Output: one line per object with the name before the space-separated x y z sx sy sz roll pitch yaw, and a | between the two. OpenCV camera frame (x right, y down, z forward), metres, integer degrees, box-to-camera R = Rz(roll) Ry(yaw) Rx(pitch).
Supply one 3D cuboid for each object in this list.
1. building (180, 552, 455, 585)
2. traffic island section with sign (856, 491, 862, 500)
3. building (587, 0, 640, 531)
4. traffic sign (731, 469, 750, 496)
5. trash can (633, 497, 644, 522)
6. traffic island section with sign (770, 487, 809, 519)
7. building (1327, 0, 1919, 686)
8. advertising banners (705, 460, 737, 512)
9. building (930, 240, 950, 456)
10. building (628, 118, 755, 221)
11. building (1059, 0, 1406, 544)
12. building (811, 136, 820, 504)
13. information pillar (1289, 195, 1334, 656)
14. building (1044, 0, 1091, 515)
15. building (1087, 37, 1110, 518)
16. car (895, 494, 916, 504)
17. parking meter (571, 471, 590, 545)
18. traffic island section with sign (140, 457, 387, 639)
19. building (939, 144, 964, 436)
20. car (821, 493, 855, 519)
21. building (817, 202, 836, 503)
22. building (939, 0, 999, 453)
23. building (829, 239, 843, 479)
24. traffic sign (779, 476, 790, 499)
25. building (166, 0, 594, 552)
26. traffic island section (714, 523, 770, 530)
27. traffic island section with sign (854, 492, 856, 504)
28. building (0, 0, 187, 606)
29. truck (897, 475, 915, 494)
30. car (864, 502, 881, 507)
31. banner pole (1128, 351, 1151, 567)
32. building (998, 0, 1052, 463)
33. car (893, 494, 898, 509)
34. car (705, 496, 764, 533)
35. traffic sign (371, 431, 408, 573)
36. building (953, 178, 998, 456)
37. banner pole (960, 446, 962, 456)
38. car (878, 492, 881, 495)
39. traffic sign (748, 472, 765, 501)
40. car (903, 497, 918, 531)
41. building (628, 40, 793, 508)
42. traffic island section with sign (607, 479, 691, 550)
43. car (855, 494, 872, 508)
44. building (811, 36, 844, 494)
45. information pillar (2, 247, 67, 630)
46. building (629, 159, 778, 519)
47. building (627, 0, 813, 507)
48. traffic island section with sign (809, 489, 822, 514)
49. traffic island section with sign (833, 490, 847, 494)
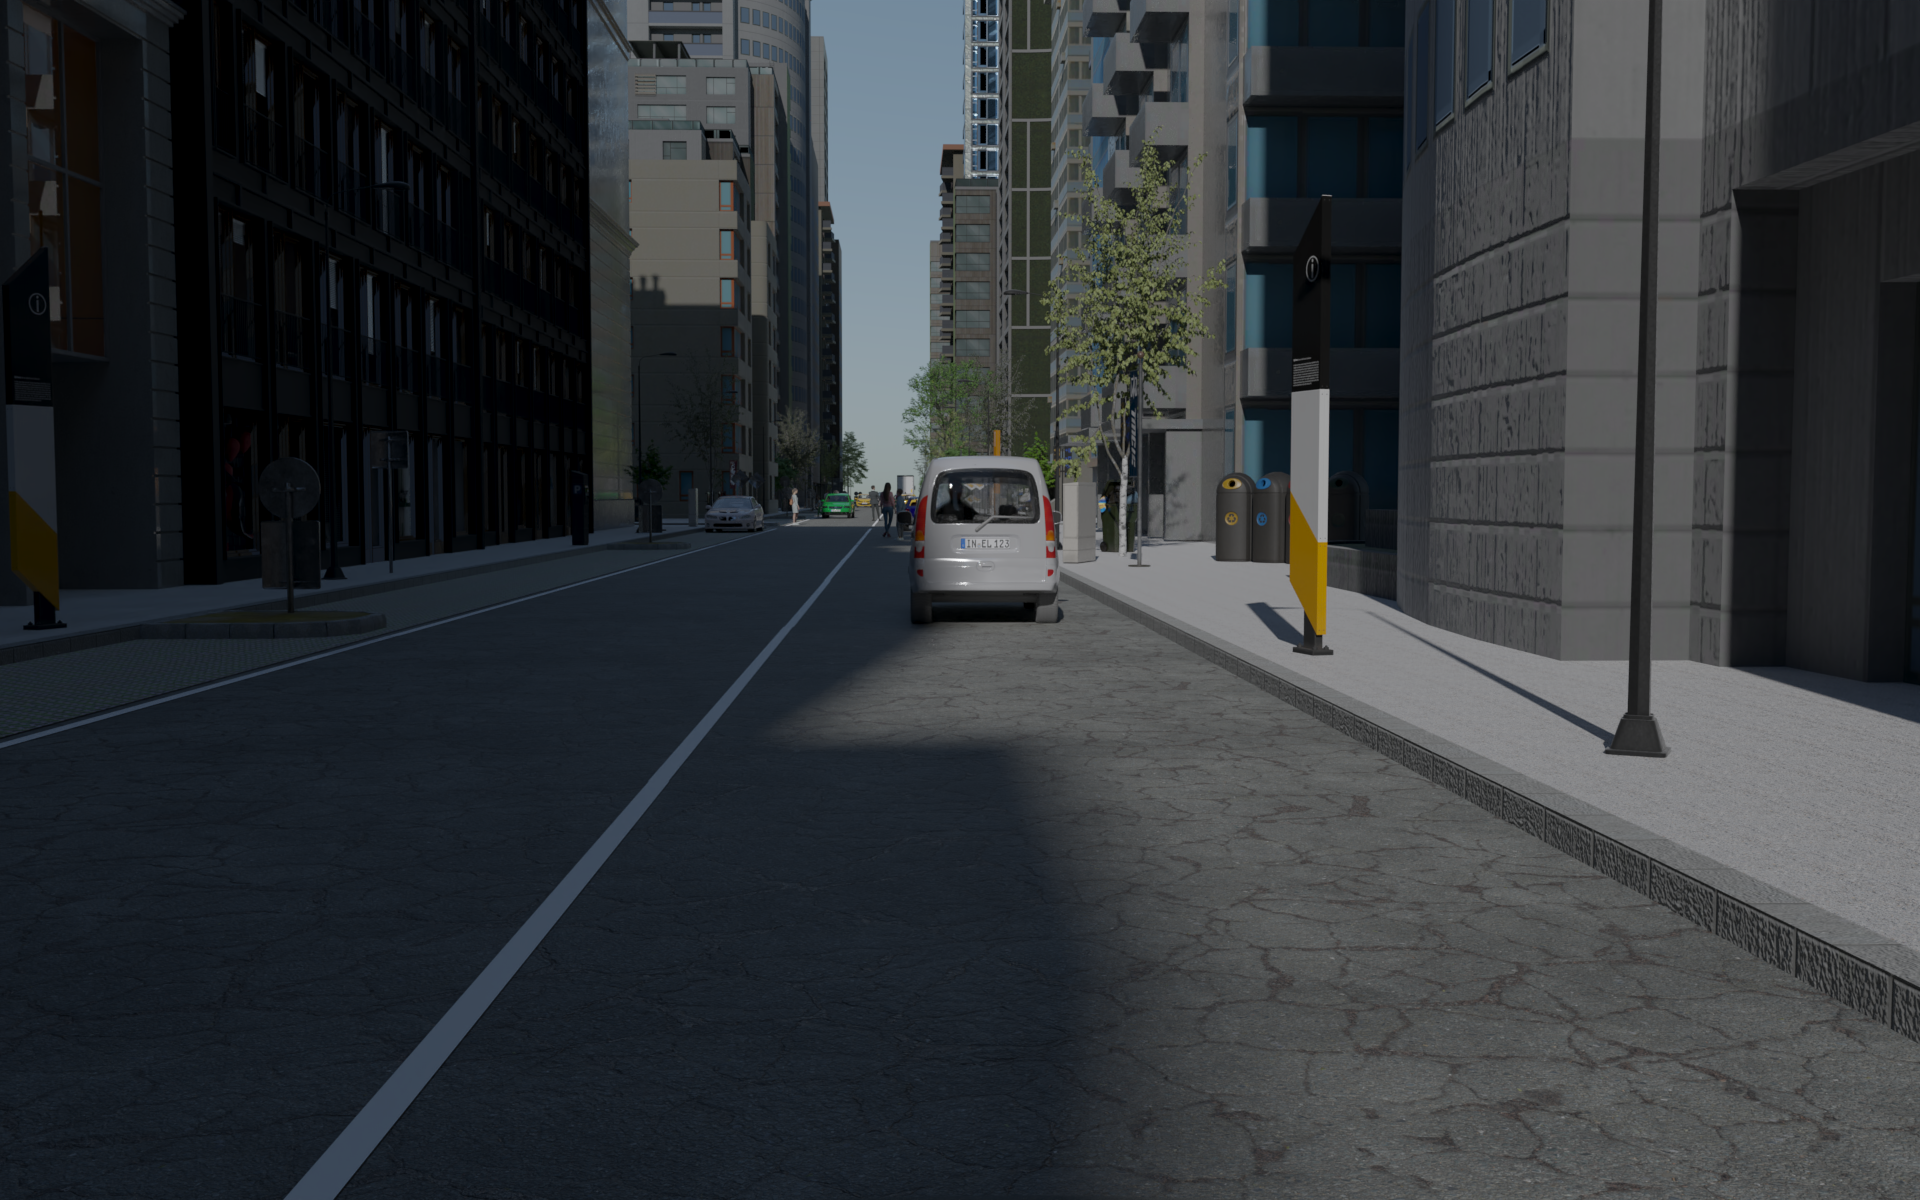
building | -16.883 -12.335 31.356 12.332 23.373 15.834 0 4 -2
traffic island section with sign | -16.468 -17.060 287.565 1.989 1.847 2.006 0 4 -2
building | -24.858 -16.193 62.013 25.104 27.353 12.463 0 4 -2
traffic sign | -8.886 -4.064 70.088 0.795 2.450 0.064 0 4 -2
trash can | -14.806 -4.142 79.368 0.748 1.137 0.748 0 3 0
traffic island section with sign | -9.973 -5.614 100.412 1.989 1.847 2.006 0 4 -2
building | 15.031 -28.862 13.886 21.231 58.520 28.212 0 4 -2
advertising banners | -12.215 -5.663 88.778 2.074 3.025 0.090 2 4 31
building | 2.102 -36.488 280.170 14.154 41.232 14.086 0 4 -2
building | -23.742 -22.343 137.011 14.160 30.474 14.107 0 4 -2
building | 15.724 -26.543 53.590 23.786 49.044 30.456 0 4 -2
building | -24.837 -34.619 216.139 14.600 45.320 14.200 0 4 -2
information pillar | 2.811 -1.378 13.884 0.183 3.616 0.504 -1 4 -17
building | 18.526 -25.529 109.278 32.217 40.220 23.993 0 4 -2
building | 14.137 -26.656 85.935 14.200 45.320 14.600 0 4 -2
car | -4.089 -7.642 135.170 2.015 1.641 3.980 0 4 -4
parking meter | -9.488 -2.299 43.293 0.399 1.863 0.255 1 4 14
traffic island section with sign | -7.103 -0.571 17.962 1.989 1.847 2.006 0 4 -2
building | 8.554 -34.216 214.051 22.147 44.769 28.867 0 4 -2
car | -7.227 -5.751 102.831 1.959 1.807 4.718 0 3 0
building | -29.416 -36.516 251.663 22.147 44.769 28.867 0 4 -2
building | 9.247 -53.177 182.110 22.319 86.520 31.000 0 4 -2
building | -27.152 -39.397 294.242 14.600 45.320 14.200 0 4 -2
traffic sign | -12.408 -7.494 122.632 0.768 2.556 0.104 0 4 6
building | -17.802 -13.332 47.656 12.332 23.373 15.834 0 4 -2
traffic island section | -8.909 -2.928 70.149 2.009 0.180 2.903 0 4 -2
traffic island section with sign | -13.583 -11.994 204.731 1.989 1.847 2.006 0 4 -2
building | -15.709 -14.123 8.412 11.434 29.767 29.804 0 4 -2
truck | -8.188 -16.678 261.596 2.839 4.237 11.283 0 4 -1
car | -9.882 -11.224 195.867 2.083 1.381 4.827 0 3 0
banner pole | 3.125 -2.490 30.731 0.401 3.779 0.863 -1 4 -11
building | 11.718 -43.014 141.524 20.563 71.187 20.611 0 4 -2
car | -5.533 -9.348 162.629 2.009 1.686 4.222 0 4 -1
car | -8.515 -3.256 65.591 2.083 1.381 4.827 0 4 -1
traffic sign | -9.227 -1.585 28.037 0.606 2.300 0.079 0 4 2
building | 6.342 -23.819 161.138 14.160 30.474 14.107 0 4 -2
banner pole | 0.039 -6.126 90.174 0.401 3.779 0.863 0 4 -4
car | -13.854 -18.381 309.206 2.281 1.827 5.304 0 4 -2
traffic sign | -9.163 -4.552 78.068 0.795 2.450 0.064 0 4 -2
car | -1.465 -3.421 68.521 1.945 1.354 3.894 0 4 -4
building | -22.945 -29.097 159.326 14.154 41.232 14.086 0 4 -2
traffic island section with sign | -8.061 -2.230 45.096 1.989 1.847 2.006 0 4 -2
car | -10.140 -10.606 183.636 2.015 1.641 3.980 0 4 -4
building | -29.118 -51.239 276.001 20.563 71.187 20.611 0 4 -2
information pillar | -8.731 -1.525 16.296 0.183 3.616 0.504 1 4 17
building | -25.853 -15.832 103.893 27.650 21.520 28.899 0 4 -2
building | -26.596 -39.009 179.794 21.231 58.520 28.212 0 4 -2
traffic island section with sign | -10.916 -7.276 127.583 1.989 1.847 2.006 0 4 -2
traffic island section with sign | -12.641 -10.330 177.522 1.989 1.847 2.006 0 4 -2
